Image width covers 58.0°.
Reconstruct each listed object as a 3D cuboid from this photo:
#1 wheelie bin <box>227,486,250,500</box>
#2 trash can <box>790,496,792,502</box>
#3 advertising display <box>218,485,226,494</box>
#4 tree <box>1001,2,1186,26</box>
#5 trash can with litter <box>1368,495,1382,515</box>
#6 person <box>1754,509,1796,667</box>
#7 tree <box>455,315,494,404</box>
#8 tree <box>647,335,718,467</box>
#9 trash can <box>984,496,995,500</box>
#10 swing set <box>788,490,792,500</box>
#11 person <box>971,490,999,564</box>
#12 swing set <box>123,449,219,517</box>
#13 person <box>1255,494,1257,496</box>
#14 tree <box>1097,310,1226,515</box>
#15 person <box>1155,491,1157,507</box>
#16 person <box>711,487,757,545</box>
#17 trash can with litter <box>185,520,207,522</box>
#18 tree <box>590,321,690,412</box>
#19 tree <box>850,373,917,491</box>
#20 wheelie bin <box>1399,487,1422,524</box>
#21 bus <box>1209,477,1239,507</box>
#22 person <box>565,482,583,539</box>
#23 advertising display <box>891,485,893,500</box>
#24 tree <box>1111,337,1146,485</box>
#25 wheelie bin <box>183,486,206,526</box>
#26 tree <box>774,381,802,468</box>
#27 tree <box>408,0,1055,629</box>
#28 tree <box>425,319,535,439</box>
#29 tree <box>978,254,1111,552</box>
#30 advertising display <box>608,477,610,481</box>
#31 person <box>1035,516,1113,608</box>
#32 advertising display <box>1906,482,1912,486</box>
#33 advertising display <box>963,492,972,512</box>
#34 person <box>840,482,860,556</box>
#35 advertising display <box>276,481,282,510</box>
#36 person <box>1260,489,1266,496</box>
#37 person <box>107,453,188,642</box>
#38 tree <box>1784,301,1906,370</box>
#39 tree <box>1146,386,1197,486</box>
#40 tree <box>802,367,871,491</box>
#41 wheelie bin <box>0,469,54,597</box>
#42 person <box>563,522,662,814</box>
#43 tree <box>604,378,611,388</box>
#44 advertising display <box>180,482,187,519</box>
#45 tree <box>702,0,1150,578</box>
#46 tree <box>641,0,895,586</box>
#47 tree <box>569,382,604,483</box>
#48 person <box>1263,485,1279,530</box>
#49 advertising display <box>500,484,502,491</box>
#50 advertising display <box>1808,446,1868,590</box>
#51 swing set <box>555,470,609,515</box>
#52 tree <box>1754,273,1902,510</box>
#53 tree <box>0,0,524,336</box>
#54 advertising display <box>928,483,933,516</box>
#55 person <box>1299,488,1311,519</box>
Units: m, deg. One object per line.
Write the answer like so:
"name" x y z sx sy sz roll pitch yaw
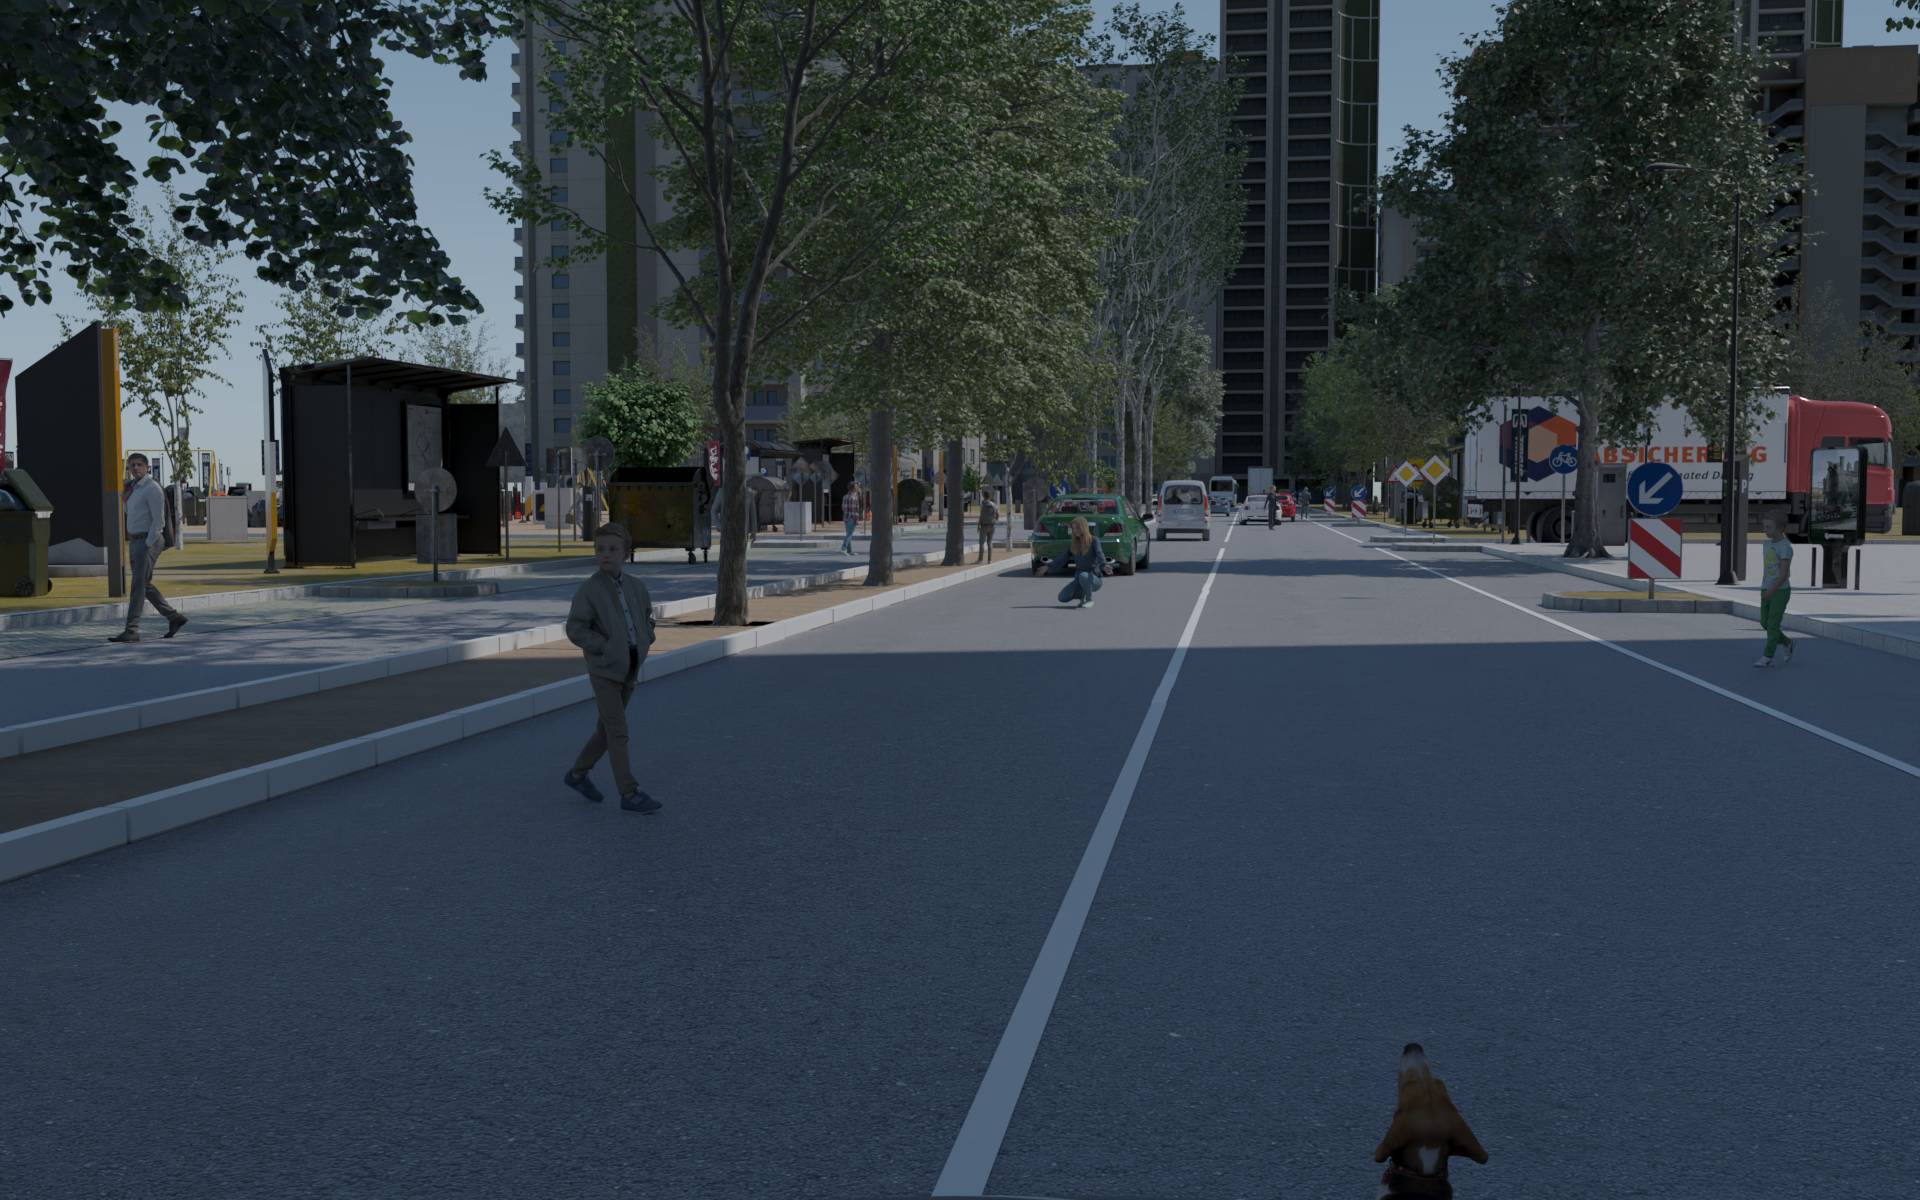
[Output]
"wheelie bin" -29.345 -3.822 70.401 0.693 1.594 0.980 3 5 44
"trash can" -11.654 -6.766 122.272 0.748 1.137 0.748 0 3 0
"advertising display" -49.905 -6.840 117.043 0.974 1.923 0.123 3 5 39
"tree" 3.749 -12.571 63.884 12.611 20.169 13.585 0 3 0
"trash can with litter" 24.934 -5.724 104.648 1.678 1.210 2.233 2 4 25
"person" 6.830 -0.105 14.461 0.590 1.304 0.306 -2 4 -32
"tree" -19.802 -7.115 66.700 4.737 8.622 4.395 0 3 0
"tree" -12.286 -7.898 79.501 4.737 8.622 4.395 0 3 0
"trash can" 2.363 -7.210 129.531 0.748 1.137 0.748 0 3 0
"swing set" -7.637 -5.611 89.360 2.862 2.851 3.119 0 4 6
"person" 0.522 -1.469 35.107 0.523 1.515 0.503 2 4 29
"swing set" -27.671 -3.879 61.037 3.119 2.851 2.862 -1 4 -13
"person" 22.374 -7.306 131.182 0.991 1.433 0.599 0 4 -1
"tree" 13.801 -12.843 119.088 9.857 13.997 8.962 0 3 0
"person" 21.471 -10.987 188.872 1.217 1.736 0.721 0 4 6
"person" -3.192 -0.974 24.532 0.635 1.810 0.391 -2 4 -28
"trash can with litter" -34.954 -4.133 78.629 1.678 1.210 2.233 1 4 18
"tree" -13.245 -7.509 73.130 4.360 8.622 3.978 0 3 0
"tree" -3.598 -8.338 86.685 4.360 8.622 3.978 0 3 0
"wheelie bin" 19.201 -4.050 74.125 0.693 1.594 0.980 -1 4 -12
"bus" 28.802 -11.883 189.147 2.948 3.499 13.247 1 4 10
"person" -11.905 -2.793 54.292 0.853 1.813 0.709 1 4 18
"advertising display" -4.742 -7.098 121.266 0.974 1.923 0.123 1 4 17
"tree" 3.403 -6.227 54.637 4.737 8.622 4.395 0 3 0
"wheelie bin" -30.918 -3.793 69.930 0.693 1.594 0.980 0 4 6
"tree" -8.288 -9.257 101.710 4.737 8.622 4.395 0 3 0
"tree" -2.401 -5.513 18.358 9.928 11.665 9.643 0 3 0
"tree" -20.143 -7.435 71.931 4.360 8.622 3.978 0 3 0
"tree" 1.215 -5.466 42.191 4.737 8.622 4.395 0 3 0
"advertising display" -11.081 -3.172 57.074 0.974 1.923 0.123 -1 4 -10
"person" 1.569 -0.478 21.815 1.012 1.151 0.738 3 5 39
"advertising display" 49.428 -5.157 89.528 0.974 1.923 0.123 1 4 14
"advertising display" 0.383 -7.289 124.391 0.974 1.923 0.123 -2 4 -28
"person" -2.574 -1.894 40.303 0.643 1.720 0.563 -2 4 -29
"advertising display" -32.861 -4.768 83.164 0.123 1.923 0.974 3 4 38
"person" 25.359 -8.324 144.602 1.348 1.823 0.705 1 4 14
"person" -7.980 -0.510 16.941 0.679 1.850 0.850 3 4 37
"tree" 35.913 -7.259 69.055 4.360 8.622 3.978 0 3 0
"tree" 13.214 -9.728 111.865 4.737 8.622 4.395 0 3 0
"tree" -5.491 -8.762 93.624 4.737 8.622 4.395 0 3 0
"wheelie bin" -11.819 -0.842 21.675 0.693 1.594 0.980 -1 4 -9
"person" -1.582 0.296 7.936 0.640 1.303 0.475 2 4 29
"tree" -15.491 -8.603 91.018 4.737 8.622 4.395 0 3 0
"advertising display" -40.267 -5.178 89.870 0.123 1.923 0.974 -1 4 -11
"tree" -0.148 -6.970 34.541 7.486 12.596 7.792 0 3 0
"tree" -1.275 -6.512 27.053 7.486 12.596 7.792 0 3 0
"tree" -23.085 -9.786 110.358 4.737 8.622 4.395 0 3 0
"person" 12.382 -3.669 68.908 0.576 1.772 0.534 -3 5 -45
"advertising display" -28.534 -6.173 106.142 0.974 1.923 0.123 1 4 13
"advertising display" 11.921 -1.122 23.551 0.123 1.923 0.974 -1 4 -12
"swing set" -19.445 -5.520 87.871 2.862 2.851 3.119 0 4 6
"tree" 28.354 -6.623 58.644 4.360 8.622 3.978 0 3 0
"tree" -4.821 -5.984 6.955 9.857 13.997 8.962 0 3 0
"advertising display" -1.813 -5.896 101.617 0.123 1.923 0.974 1 4 20
"person" 19.520 -5.463 97.998 0.661 1.801 0.590 0 4 3
